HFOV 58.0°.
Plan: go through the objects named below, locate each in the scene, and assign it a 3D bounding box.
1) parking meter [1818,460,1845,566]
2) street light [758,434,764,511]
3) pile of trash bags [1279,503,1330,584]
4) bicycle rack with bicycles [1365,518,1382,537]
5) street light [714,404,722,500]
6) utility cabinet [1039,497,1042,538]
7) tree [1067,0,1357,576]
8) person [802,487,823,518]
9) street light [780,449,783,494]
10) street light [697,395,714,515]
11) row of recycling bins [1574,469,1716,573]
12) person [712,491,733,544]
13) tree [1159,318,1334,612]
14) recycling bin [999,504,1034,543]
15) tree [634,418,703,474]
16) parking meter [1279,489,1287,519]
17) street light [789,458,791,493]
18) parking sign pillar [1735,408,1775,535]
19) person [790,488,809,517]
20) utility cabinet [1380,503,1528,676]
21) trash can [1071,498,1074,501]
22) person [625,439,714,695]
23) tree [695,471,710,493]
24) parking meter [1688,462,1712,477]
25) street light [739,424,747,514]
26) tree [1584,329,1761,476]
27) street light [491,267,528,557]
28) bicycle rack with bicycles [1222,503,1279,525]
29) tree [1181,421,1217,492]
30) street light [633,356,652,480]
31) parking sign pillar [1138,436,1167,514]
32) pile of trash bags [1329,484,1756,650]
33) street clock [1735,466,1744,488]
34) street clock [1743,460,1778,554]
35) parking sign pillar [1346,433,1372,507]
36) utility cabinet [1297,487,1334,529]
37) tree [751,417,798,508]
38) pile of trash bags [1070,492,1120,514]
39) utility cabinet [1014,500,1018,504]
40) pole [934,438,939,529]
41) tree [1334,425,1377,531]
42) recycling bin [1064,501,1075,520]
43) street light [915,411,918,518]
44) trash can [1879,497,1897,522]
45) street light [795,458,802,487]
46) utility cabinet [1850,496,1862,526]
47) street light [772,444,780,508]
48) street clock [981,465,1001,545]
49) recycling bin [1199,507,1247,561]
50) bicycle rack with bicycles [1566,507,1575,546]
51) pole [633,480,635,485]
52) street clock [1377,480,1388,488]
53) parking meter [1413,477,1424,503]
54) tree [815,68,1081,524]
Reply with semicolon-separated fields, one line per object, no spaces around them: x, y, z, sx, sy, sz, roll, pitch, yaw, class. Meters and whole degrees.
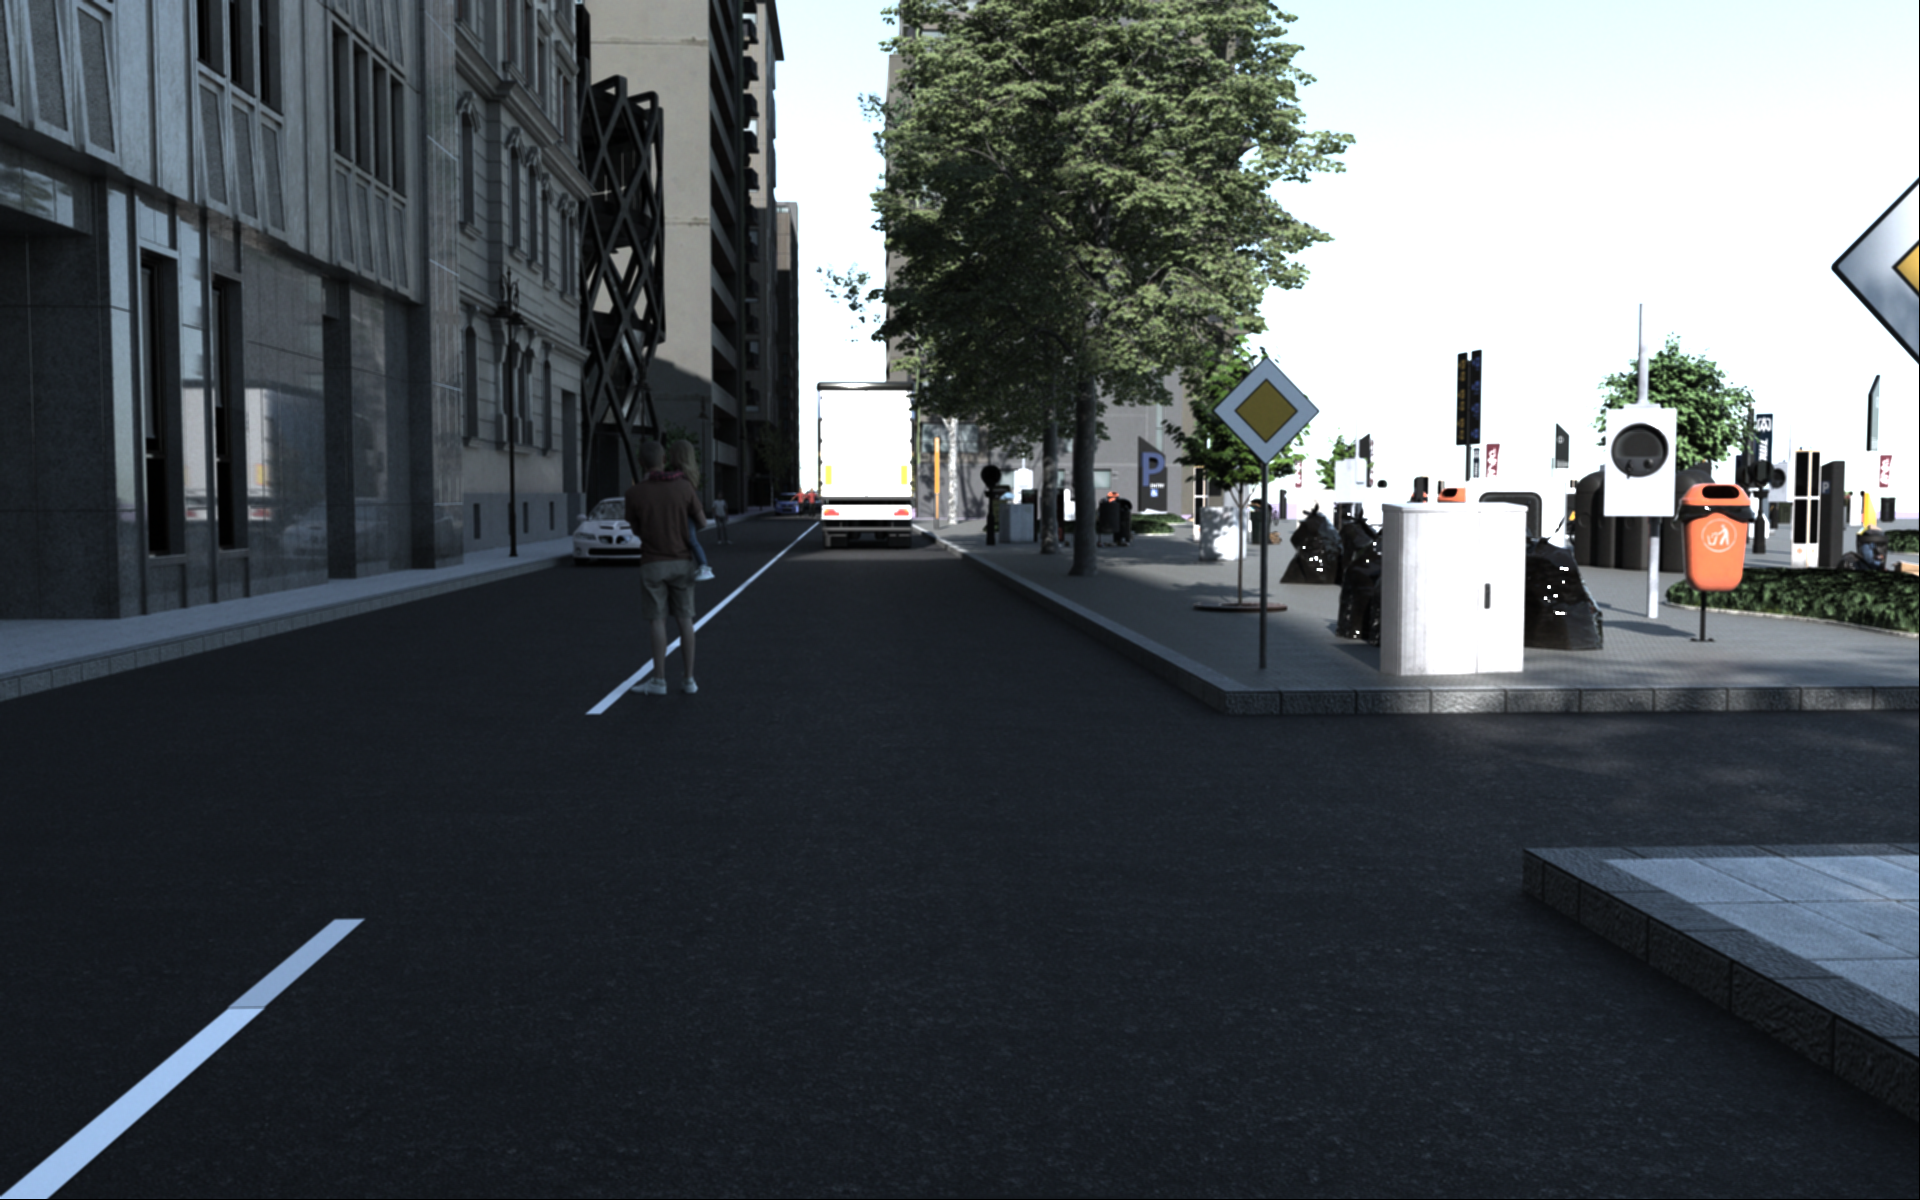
15.192;-1.499;30.217;0.255;1.863;0.399;-1;4;-11;parking meter
-15.465;-9.884;134.389;0.468;5.910;1.993;0;4;-4;street light
6.004;-0.875;24.058;1.912;1.369;3.447;-2;4;-24;pile of trash bags
10.371;-1.536;38.499;2.852;0.926;2.925;-3;5;-42;bicycle rack with bicycles
-12.460;-7.089;88.688;0.468;5.910;1.993;0;4;-4;street light
2.650;-2.405;50.486;0.306;1.237;1.020;2;4;27;utility cabinet
2.385;-6.667;27.126;7.486;12.596;7.792;0;3;0;tree
-8.869;-5.842;103.947;1.348;1.831;0.705;-1;4;-19;person
-17.720;-12.165;171.693;0.468;5.910;1.993;0;4;-4;street light
-11.947;-6.602;80.723;0.468;5.910;1.993;0;4;-4;street light
11.660;-1.377;29.632;1.069;1.692;3.534;-1;4;-10;row of recycling bins
-6.824;-2.360;49.687;0.523;1.515;0.503;3;4;38;person
2.989;-1.501;19.145;1.663;3.219;1.824;0;3;0;tree
1.487;-2.031;45.758;0.722;1.027;0.722;-1;4;-22;recycling bin
-12.598;-5.578;74.913;4.285;4.588;4.351;0;3;0;tree
16.530;-4.905;88.608;0.372;1.533;0.369;0;3;0;parking meter
-19.210;-13.592;195.017;0.468;5.910;1.993;0;4;-4;street light
25.041;-4.056;54.782;1.447;3.967;1.447;1;4;15;parking sign pillar
-10.096;-6.201;109.820;1.348;1.831;0.705;0;4;3;person
3.551;-0.079;12.458;1.020;1.237;0.306;-1;4;-16;utility cabinet
4.593;-3.330;66.093;0.748;1.137;0.748;0;3;0;trash can
-2.080;-0.248;12.523;0.573;1.828;0.580;2;4;26;person
-13.227;-5.585;85.913;1.663;3.219;1.824;0;3;0;tree
13.446;-1.580;31.543;0.399;1.863;0.255;-2;4;-25;parking meter
-14.002;-8.481;111.457;0.468;5.910;1.993;0;4;-4;street light
14.042;-3.106;34.502;4.285;4.588;4.351;0;3;0;tree
-9.162;-3.827;35.356;0.468;5.910;1.993;0;4;-4;street light
11.808;-3.558;71.562;2.852;0.926;2.925;0;4;1;bicycle rack with bicycles
9.660;-4.823;62.574;4.285;4.588;4.351;0;3;0;tree
-10.629;-5.220;58.131;0.468;5.910;1.993;0;4;-4;street light
8.989;-5.648;80.813;1.447;3.967;1.447;-1;4;-14;parking sign pillar
5.056;-0.323;15.038;3.447;1.369;1.912;0;4;8;pile of trash bags
20.282;-2.459;44.775;0.471;2.002;0.358;-1;4;-22;street clock
17.234;-2.002;37.298;0.471;2.002;0.358;0;4;-3;street clock
17.536;-5.392;76.632;1.447;3.967;1.447;2;4;33;parking sign pillar
11.385;-2.865;55.522;1.173;1.500;0.318;3;5;42;utility cabinet
-17.519;-13.039;163.557;4.737;8.622;4.395;0;3;0;tree
6.108;-4.525;83.738;3.447;1.369;1.912;-1;4;-21;pile of trash bags
2.970;-4.547;83.018;0.318;1.500;1.173;2;4;28;utility cabinet
-0.842;-4.213;62.728;0.158;3.312;0.155;0;3;0;pole
10.682;-3.321;48.894;1.663;3.219;1.824;0;3;0;tree
3.752;-2.920;60.299;0.722;1.027;0.722;-1;4;-13;recycling bin
-2.354;-7.435;94.355;0.468;5.910;1.993;0;4;-4;street light
42.807;-4.175;79.910;0.748;1.137;0.748;0;3;0;trash can
-20.529;-14.992;217.901;0.468;5.910;1.993;0;4;-4;street light
36.734;-3.659;70.992;0.306;1.237;1.020;3;4;36;utility cabinet
-16.824;-11.266;156.978;0.468;5.910;1.993;0;4;-4;street light
0.773;-2.383;43.526;0.471;2.002;0.358;-1;4;-11;street clock
5.107;-1.288;33.620;0.722;1.027;0.722;2;4;30;recycling bin
16.008;-2.033;46.626;2.852;0.926;2.925;0;4;6;bicycle rack with bicycles
-15.749;-5.508;83.892;0.158;3.312;0.155;0;3;0;pole
21.197;-5.040;86.972;0.471;2.002;0.358;-1;4;-18;street clock
15.296;-3.186;57.795;0.255;1.863;0.399;0;4;-1;parking meter
0.130;-13.453;75.846;12.611;20.169;13.585;0;3;0;tree
